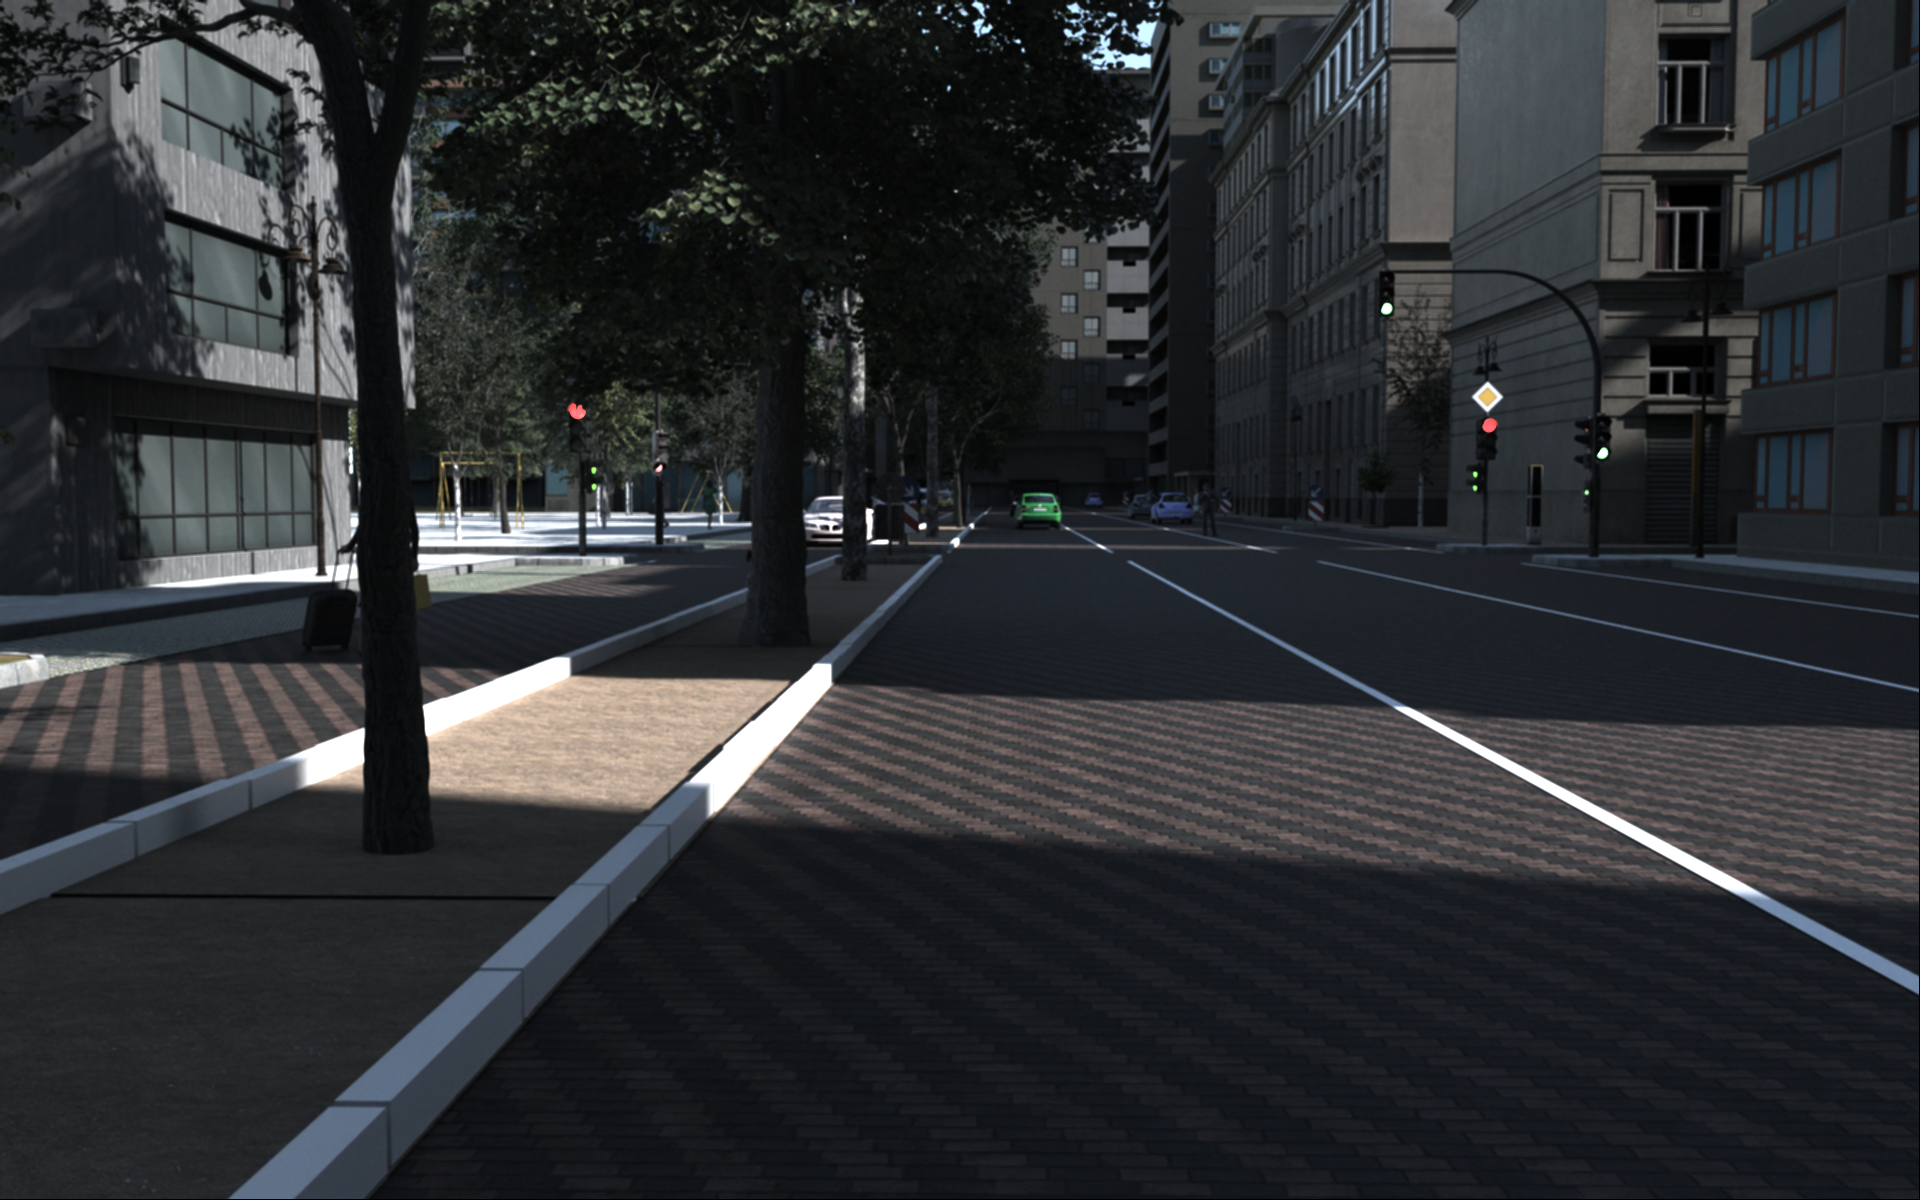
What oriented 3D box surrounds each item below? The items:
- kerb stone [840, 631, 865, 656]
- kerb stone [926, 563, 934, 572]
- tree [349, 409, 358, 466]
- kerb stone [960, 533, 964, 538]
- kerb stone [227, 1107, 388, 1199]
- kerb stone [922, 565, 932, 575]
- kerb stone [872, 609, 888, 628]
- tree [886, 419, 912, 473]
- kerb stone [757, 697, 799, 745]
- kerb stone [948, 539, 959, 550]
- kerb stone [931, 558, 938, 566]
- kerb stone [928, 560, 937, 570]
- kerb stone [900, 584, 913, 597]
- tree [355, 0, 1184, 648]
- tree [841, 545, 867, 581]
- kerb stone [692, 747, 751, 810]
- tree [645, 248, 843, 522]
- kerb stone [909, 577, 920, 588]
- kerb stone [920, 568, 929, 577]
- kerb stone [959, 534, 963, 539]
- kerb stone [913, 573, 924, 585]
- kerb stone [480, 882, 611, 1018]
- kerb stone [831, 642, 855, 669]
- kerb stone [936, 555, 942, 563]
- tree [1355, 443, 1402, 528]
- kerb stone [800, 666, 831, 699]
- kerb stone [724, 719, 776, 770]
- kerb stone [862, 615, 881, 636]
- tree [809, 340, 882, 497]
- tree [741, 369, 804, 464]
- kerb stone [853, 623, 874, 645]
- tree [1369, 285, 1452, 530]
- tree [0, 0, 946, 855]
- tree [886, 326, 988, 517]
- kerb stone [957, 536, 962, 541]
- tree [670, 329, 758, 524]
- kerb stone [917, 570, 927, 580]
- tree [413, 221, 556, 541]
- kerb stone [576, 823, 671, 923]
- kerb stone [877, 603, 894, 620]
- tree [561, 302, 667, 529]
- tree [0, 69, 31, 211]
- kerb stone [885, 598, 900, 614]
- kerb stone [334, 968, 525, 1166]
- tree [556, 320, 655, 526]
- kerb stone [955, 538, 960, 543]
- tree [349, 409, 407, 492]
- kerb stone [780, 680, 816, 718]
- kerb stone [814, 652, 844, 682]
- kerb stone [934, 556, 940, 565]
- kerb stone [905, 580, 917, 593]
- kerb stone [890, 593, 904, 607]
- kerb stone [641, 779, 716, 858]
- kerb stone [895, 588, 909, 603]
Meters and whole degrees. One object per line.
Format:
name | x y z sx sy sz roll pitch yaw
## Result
kerb stone | -0.972 0.416 15.419 0.120 0.150 1.000 0 4 1
kerb stone | -0.588 -0.524 30.785 0.120 0.150 1.000 0 4 1
tree | -33.202 -8.992 97.382 4.360 8.622 3.978 0 3 0
kerb stone | -0.030 -1.875 52.859 0.120 0.150 1.000 0 4 1
kerb stone | -1.273 1.166 3.129 0.120 0.150 1.000 0 4 1
kerb stone | -0.613 -0.462 29.763 0.120 0.150 1.000 0 4 1
kerb stone | -0.887 0.233 18.494 0.120 0.150 1.000 0 4 1
tree | -6.734 -13.255 167.082 4.737 8.622 4.395 0 3 0
kerb stone | -1.090 0.728 10.300 0.120 0.150 1.000 0 4 1
kerb stone | -0.177 -1.499 46.707 0.120 0.150 1.000 0 4 1
kerb stone | -0.535 -0.646 32.828 0.120 0.150 1.000 0 4 1
kerb stone | -0.557 -0.588 31.806 0.120 0.150 1.000 0 4 1
kerb stone | -0.762 -0.086 23.612 0.120 0.150 1.000 0 4 1
tree | -1.758 -6.542 16.080 9.857 13.997 8.962 0 3 0
tree | -2.939 -10.433 28.931 12.611 20.169 13.585 0 3 0
kerb stone | -1.144 0.860 8.254 0.120 0.150 1.000 0 4 1
tree | -9.834 -9.977 80.137 9.611 12.733 9.660 0 3 0
kerb stone | -0.715 -0.205 25.664 0.120 0.150 1.000 0 4 1
kerb stone | -0.639 -0.400 28.736 0.120 0.150 1.000 0 4 1
kerb stone | -0.058 -1.811 51.832 0.120 0.150 1.000 0 4 1
kerb stone | -0.683 -0.274 26.685 0.120 0.150 1.000 0 4 1
kerb stone | -1.229 1.040 5.189 0.120 0.150 1.000 0 4 1
kerb stone | -0.994 0.484 14.395 0.120 0.150 1.000 0 4 1
kerb stone | -0.479 -0.775 34.871 0.120 0.150 1.000 0 4 1
tree | 15.773 -4.365 65.968 1.663 3.219 1.824 0 3 0
kerb stone | -1.046 0.611 12.344 0.120 0.150 1.000 0 4 1
kerb stone | -1.128 0.790 9.276 0.120 0.150 1.000 0 4 1
kerb stone | -0.916 0.289 17.472 0.120 0.150 1.000 0 4 1
tree | -8.512 -11.502 113.811 9.928 11.665 9.643 0 3 0
tree | -10.822 -9.053 98.375 4.737 8.622 4.395 0 3 0
kerb stone | -0.943 0.352 16.450 0.120 0.150 1.000 0 4 1
tree | 16.730 -6.816 61.806 4.360 8.622 3.978 0 3 0
tree | -2.228 -4.289 6.995 8.767 10.594 7.601 0 4 1
tree | -0.929 -6.929 66.103 4.360 8.622 3.978 0 3 0
kerb stone | -0.097 -1.684 49.781 0.120 0.150 1.000 0 4 1
tree | -10.098 -7.485 72.750 4.360 8.622 3.978 0 3 0
kerb stone | -0.659 -0.337 27.707 0.120 0.150 1.000 0 4 1
tree | -13.569 -5.898 46.790 4.360 8.622 3.978 0 3 0
kerb stone | -1.203 0.980 6.211 0.120 0.150 1.000 0 4 1
kerb stone | -0.866 0.165 19.516 0.120 0.150 1.000 0 4 1
tree | -12.895 -6.890 63.008 4.737 8.622 4.395 0 3 0
tree | -11.105 -4.075 16.988 4.737 8.622 4.395 0 3 0
kerb stone | -0.836 0.106 20.540 0.120 0.150 1.000 0 4 1
kerb stone | -1.251 1.103 4.163 0.120 0.150 1.000 0 4 1
tree | -14.619 -7.306 69.816 4.360 8.622 3.978 0 3 0
kerb stone | -0.153 -1.560 47.729 0.120 0.150 1.000 0 4 1
tree | -31.562 -8.633 91.512 4.737 8.622 4.395 0 3 0
kerb stone | -1.069 0.665 11.322 0.120 0.150 1.000 0 4 1
kerb stone | -1.025 0.541 13.370 0.120 0.150 1.000 0 4 1
kerb stone | -0.510 -0.713 33.849 0.120 0.150 1.000 0 4 1
kerb stone | -0.736 -0.149 24.636 0.120 0.150 1.000 0 4 1
kerb stone | -0.816 0.045 21.567 0.120 0.150 1.000 0 4 1
kerb stone | -1.175 0.917 7.232 0.120 0.150 1.000 0 4 1
kerb stone | -0.784 -0.024 22.590 0.120 0.150 1.000 0 4 1
